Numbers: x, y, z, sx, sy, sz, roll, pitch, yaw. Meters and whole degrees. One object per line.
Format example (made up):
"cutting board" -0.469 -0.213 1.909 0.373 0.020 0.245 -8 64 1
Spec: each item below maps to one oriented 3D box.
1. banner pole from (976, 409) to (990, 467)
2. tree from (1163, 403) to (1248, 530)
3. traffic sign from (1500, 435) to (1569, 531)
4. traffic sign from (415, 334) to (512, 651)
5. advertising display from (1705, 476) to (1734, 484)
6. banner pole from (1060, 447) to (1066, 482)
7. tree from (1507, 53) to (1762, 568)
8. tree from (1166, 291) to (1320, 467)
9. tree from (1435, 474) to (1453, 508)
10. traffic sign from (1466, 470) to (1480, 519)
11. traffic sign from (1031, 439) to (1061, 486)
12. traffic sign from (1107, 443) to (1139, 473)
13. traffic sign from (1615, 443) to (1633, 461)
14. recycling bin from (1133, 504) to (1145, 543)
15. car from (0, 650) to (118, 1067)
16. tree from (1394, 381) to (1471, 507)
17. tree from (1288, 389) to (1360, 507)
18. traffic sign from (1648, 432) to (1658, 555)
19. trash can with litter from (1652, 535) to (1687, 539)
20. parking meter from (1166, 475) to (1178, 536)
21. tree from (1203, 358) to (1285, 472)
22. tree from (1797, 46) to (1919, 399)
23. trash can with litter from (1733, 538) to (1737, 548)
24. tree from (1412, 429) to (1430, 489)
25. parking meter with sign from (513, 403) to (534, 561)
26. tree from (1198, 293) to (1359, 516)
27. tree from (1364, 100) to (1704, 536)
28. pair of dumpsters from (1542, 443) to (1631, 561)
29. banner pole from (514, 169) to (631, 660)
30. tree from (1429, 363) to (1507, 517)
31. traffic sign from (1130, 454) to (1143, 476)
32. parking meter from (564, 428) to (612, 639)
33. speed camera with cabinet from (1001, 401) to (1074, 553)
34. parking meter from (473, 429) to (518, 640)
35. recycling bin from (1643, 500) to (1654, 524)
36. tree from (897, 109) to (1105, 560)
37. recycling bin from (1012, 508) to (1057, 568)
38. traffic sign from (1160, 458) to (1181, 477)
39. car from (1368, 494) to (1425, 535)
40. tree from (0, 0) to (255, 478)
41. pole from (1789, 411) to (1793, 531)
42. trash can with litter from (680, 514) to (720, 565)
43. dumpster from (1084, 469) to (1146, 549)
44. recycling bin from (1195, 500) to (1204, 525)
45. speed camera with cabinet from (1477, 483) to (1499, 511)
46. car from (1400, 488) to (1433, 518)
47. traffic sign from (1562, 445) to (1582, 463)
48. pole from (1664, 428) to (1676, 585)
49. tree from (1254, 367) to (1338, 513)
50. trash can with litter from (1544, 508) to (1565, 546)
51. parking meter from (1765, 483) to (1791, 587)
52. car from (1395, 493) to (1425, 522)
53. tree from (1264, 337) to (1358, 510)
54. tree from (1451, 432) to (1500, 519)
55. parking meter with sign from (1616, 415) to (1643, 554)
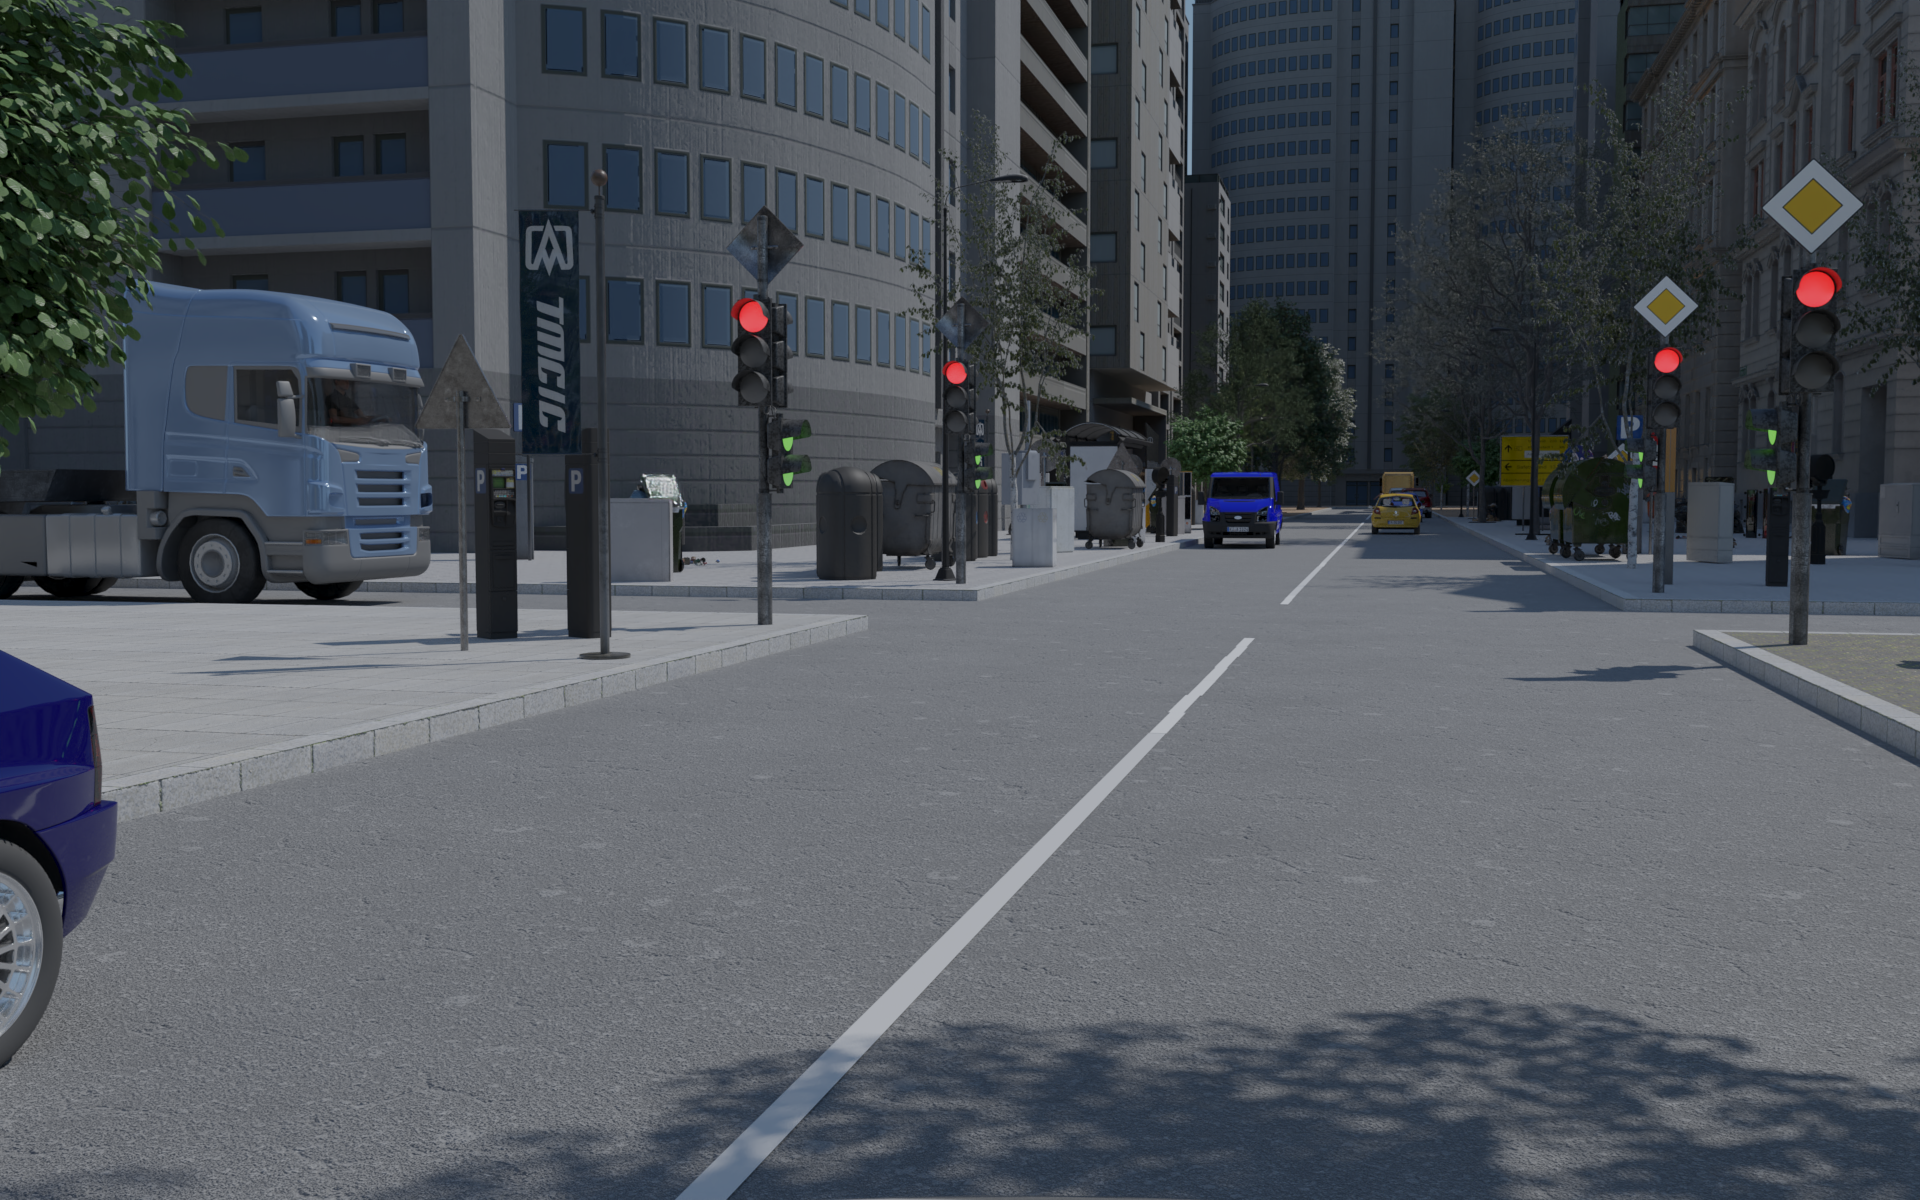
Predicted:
"banner pole" 0.679 -3.735 51.077 0.401 3.779 0.863 2 4 35
"tree" 8.980 -4.844 62.910 4.285 4.588 4.351 0 3 0
"traffic sign" 19.858 -4.041 59.939 2.265 3.308 0.079 1 4 14
"traffic sign" -4.060 -0.863 14.116 0.884 2.594 0.081 1 4 16
"advertising display" 27.741 -3.555 63.339 0.974 1.923 0.123 1 4 20
"banner pole" 4.758 -5.574 81.147 0.863 3.779 0.401 3 5 40
"tree" 11.669 -4.864 29.892 4.360 8.622 3.978 0 3 0
"tree" 12.954 -8.869 79.422 7.601 10.594 8.767 1 4 9
"tree" 44.540 -10.124 160.126 1.663 3.219 1.824 0 3 0
"traffic sign" 24.619 -5.002 82.975 0.795 2.450 0.064 1 4 18
"traffic sign" 1.932 -2.433 39.889 0.768 2.556 0.104 1 4 16
"traffic sign" 4.087 -2.680 43.829 0.884 2.594 0.081 1 4 20
"traffic sign" 14.906 -2.314 39.019 0.795 2.450 0.064 1 4 17
"recycling bin" 4.401 -2.007 45.371 0.722 1.027 0.722 2 4 28
"car" -3.562 0.576 3.164 1.945 1.354 3.894 1 4 16
"tree" 46.566 -15.406 170.016 7.486 12.596 7.792 0 3 0
"tree" 34.552 -15.211 166.829 7.486 12.596 7.792 0 3 0
"traffic sign" 14.607 -2.238 36.588 0.884 2.594 0.081 1 4 14
"trash can with litter" 20.957 -2.357 49.594 2.233 1.210 1.678 1 4 20
"parking meter" 6.437 -2.864 52.533 0.255 1.863 0.399 2 4 30
"tree" 14.862 -8.538 89.957 4.737 8.622 4.395 0 3 0
"tree" 15.726 -4.712 27.400 4.360 8.622 3.978 0 3 0
"trash can with litter" 18.296 -1.843 41.521 0.624 1.170 1.055 0 4 -4
"tree" 39.781 -11.799 143.280 4.360 8.622 3.978 0 3 0
"parking meter with sign" -8.636 -2.310 34.033 0.543 3.016 1.738 -2 4 -25
"tree" 17.998 -11.147 99.262 9.611 12.733 9.660 0 3 0
"tree" 17.954 -8.781 53.939 12.009 13.543 11.850 0 3 0
"pair of dumpsters" 12.703 -1.978 34.840 1.574 2.255 4.437 1 4 14
"banner pole" -3.015 -1.434 13.471 0.863 3.779 0.401 0 4 0
"tree" 29.133 -9.047 98.288 4.360 8.622 3.978 0 3 0
"traffic sign" 5.485 -3.399 55.688 0.768 2.556 0.104 1 4 20
"parking meter" -3.331 -0.599 15.502 0.399 1.863 0.255 3 5 44
"speed camera with cabinet" 1.695 -2.635 37.413 0.660 3.252 2.038 3 4 37
"parking meter" -4.127 -0.592 15.398 0.255 1.863 0.399 -3 4 -39
"recycling bin" 30.329 -3.856 75.601 0.722 1.027 0.722 -1 4 -22
"tree" 0.973 -5.065 33.169 4.360 8.622 3.978 0 3 0
"recycling bin" 1.317 -1.103 30.593 0.722 1.027 0.722 1 4 9
"traffic sign" 7.328 -3.689 60.426 0.768 2.556 0.104 1 4 21
"car" 15.788 -3.208 62.668 2.015 1.641 3.980 1 4 14
"tree" -5.366 -1.525 8.653 4.285 4.588 4.351 0 3 0
"pole" 20.347 -2.984 42.632 0.158 3.312 0.155 0 3 0
"trash can with litter" -5.237 -1.278 31.947 1.678 1.210 2.233 -1 4 -20
"dumpster" 3.646 -2.148 40.872 1.264 1.857 1.865 1 4 14
"recycling bin" 9.909 -3.702 73.081 0.722 1.027 0.722 1 4 9
"speed camera with cabinet" 29.033 -6.095 93.996 2.038 3.252 0.660 -2 4 -29
"car" 27.401 -5.866 104.587 2.281 1.827 5.304 1 4 13
"traffic sign" 15.973 -2.736 44.841 0.768 2.556 0.104 1 4 19
"pole" 10.024 -1.876 24.510 0.158 3.312 0.155 0 3 0
"tree" 21.886 -11.792 118.557 9.928 11.665 9.643 0 3 0
"trash can with litter" 14.801 -1.937 43.057 0.624 1.170 1.055 0 4 -1
"parking meter" 11.364 -1.122 24.053 0.255 1.863 0.399 1 4 19
"car" 22.836 -4.844 88.783 1.945 1.707 3.694 1 4 14
"tree" 28.018 -14.399 142.073 9.857 13.997 8.962 0 3 0
"tree" 26.907 -6.448 89.131 4.285 4.588 4.351 0 3 0
"parking meter with sign" 14.576 -2.530 37.623 0.543 3.016 1.738 1 4 17
